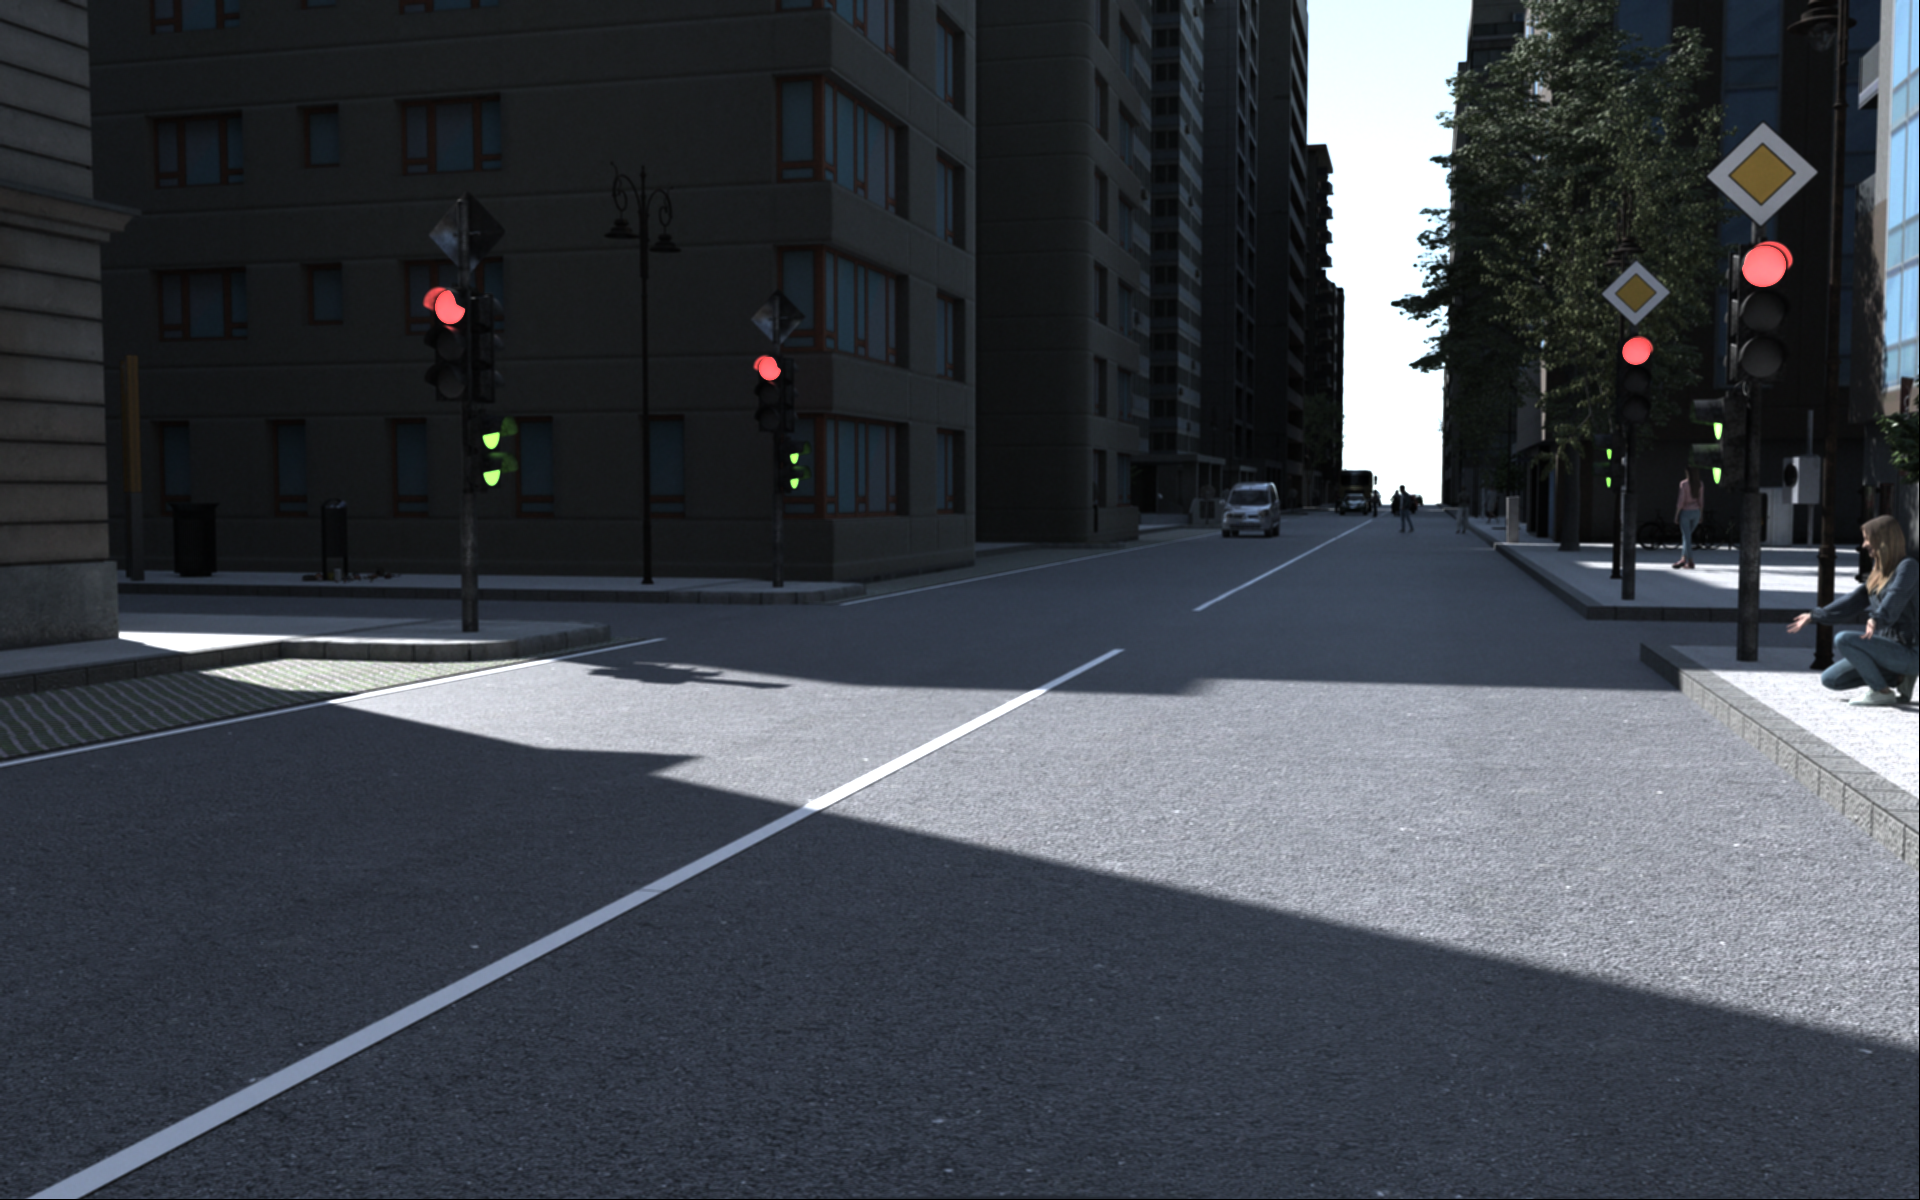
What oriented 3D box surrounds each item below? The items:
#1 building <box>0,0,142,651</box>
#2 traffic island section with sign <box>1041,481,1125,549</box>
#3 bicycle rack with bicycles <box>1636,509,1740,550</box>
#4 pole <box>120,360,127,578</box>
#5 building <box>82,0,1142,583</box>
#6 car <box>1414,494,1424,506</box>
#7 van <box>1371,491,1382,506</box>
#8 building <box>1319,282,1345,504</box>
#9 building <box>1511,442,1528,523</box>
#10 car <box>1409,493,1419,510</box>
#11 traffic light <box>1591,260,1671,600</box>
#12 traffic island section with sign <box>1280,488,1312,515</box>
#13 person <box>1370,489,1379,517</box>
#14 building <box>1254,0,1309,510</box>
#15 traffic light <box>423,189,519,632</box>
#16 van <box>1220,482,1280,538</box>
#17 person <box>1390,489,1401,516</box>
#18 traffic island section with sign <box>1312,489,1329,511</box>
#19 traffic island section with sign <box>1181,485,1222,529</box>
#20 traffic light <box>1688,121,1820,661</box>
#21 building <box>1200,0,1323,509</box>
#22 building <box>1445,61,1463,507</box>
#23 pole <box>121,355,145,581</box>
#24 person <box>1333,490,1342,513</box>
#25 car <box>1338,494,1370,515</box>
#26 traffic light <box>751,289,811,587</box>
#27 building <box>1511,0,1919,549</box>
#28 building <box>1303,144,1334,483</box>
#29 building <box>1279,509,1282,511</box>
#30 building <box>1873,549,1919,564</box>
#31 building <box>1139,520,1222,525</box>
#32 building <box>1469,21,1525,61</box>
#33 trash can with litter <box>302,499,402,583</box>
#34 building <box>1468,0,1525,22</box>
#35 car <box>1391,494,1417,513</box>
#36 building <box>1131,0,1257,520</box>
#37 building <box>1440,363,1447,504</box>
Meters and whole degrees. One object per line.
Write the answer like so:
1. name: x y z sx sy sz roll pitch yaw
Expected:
1. building: -25.175 -11.924 14.046 34.723 24.649 14.460 1 4 15
2. traffic island section with sign: 3.303 -2.268 45.718 1.989 1.847 2.006 1 4 15
3. bicycle rack with bicycles: 17.000 -1.661 40.547 2.925 0.926 2.852 0 4 3
4. pole: -12.713 -2.000 26.544 0.158 3.312 0.155 0 3 0
5. building: -11.536 -12.091 42.732 27.650 21.520 28.899 1 4 15
6. car: 55.481 -12.365 210.963 1.959 1.807 4.718 1 4 17
7. van: 49.576 -12.260 207.467 2.013 2.044 4.112 1 4 17
8. building: 44.431 -28.290 234.237 14.160 30.474 14.107 1 4 15
9. building: 34.696 -38.748 71.782 20.563 71.187 20.611 1 4 15
10. car: 40.047 -8.938 155.176 2.155 1.783 4.494 1 4 13
11. traffic light: 8.105 -1.959 20.945 0.839 4.253 0.868 1 4 15
12. traffic island section with sign: 22.972 -6.774 119.379 1.989 1.847 2.006 1 4 15
13. person: 26.122 -6.122 109.302 0.721 1.736 1.217 3 4 37
14. building: 18.941 -32.338 152.427 21.300 48.544 21.600 1 4 15
15. traffic light: -4.551 -1.658 16.030 0.839 4.253 0.868 1 4 15
16. van: 9.859 -3.153 58.556 2.013 2.044 4.112 1 4 15
17. person: 28.544 -6.341 112.900 1.217 1.736 0.721 -1 4 -21
18. traffic island section with sign: 30.139 -8.418 146.255 1.989 1.847 2.006 1 4 15
19. traffic island section with sign: 10.261 -3.861 71.763 1.989 1.847 2.006 1 4 15
20. traffic light: 6.045 -1.487 13.229 0.839 4.253 0.868 1 4 15
21. building: 29.277 -45.919 189.029 20.563 71.187 20.611 1 4 15
22. building: 63.441 -34.277 184.128 21.300 48.544 21.600 1 4 15
23. pole: -12.173 -1.938 25.529 0.158 3.312 0.155 0 3 0
24. person: 29.019 -7.570 132.992 0.721 1.743 1.217 -1 4 -21
25. car: 27.221 -6.597 119.665 2.131 1.459 4.920 1 4 15
26. traffic light: -2.491 -2.130 23.746 0.839 4.253 0.868 1 4 15
27. building: 23.814 -24.411 49.223 14.600 45.320 14.200 1 4 15
28. building: 34.403 -34.229 214.272 22.147 44.769 28.867 1 4 15
29. building: 14.068 -42.384 131.231 20.563 71.187 20.611 1 4 15
30. building: 22.885 -22.936 25.118 14.200 45.320 14.600 1 4 15
31. building: -3.963 -23.905 82.723 32.217 40.220 23.993 1 4 15
32. building: 38.977 -20.609 108.667 14.160 30.474 14.107 1 4 15
33. trash can with litter: -9.111 -0.924 26.166 1.678 1.210 2.233 1 4 17
34. building: 55.773 -32.377 153.062 21.300 48.544 21.600 1 4 15
35. car: 33.111 -7.313 129.348 2.009 1.686 4.222 1 4 14
36. building: 2.633 -25.706 112.180 32.217 40.220 23.993 1 4 15
37. building: 78.479 -23.544 229.983 27.650 21.520 28.899 1 4 15
